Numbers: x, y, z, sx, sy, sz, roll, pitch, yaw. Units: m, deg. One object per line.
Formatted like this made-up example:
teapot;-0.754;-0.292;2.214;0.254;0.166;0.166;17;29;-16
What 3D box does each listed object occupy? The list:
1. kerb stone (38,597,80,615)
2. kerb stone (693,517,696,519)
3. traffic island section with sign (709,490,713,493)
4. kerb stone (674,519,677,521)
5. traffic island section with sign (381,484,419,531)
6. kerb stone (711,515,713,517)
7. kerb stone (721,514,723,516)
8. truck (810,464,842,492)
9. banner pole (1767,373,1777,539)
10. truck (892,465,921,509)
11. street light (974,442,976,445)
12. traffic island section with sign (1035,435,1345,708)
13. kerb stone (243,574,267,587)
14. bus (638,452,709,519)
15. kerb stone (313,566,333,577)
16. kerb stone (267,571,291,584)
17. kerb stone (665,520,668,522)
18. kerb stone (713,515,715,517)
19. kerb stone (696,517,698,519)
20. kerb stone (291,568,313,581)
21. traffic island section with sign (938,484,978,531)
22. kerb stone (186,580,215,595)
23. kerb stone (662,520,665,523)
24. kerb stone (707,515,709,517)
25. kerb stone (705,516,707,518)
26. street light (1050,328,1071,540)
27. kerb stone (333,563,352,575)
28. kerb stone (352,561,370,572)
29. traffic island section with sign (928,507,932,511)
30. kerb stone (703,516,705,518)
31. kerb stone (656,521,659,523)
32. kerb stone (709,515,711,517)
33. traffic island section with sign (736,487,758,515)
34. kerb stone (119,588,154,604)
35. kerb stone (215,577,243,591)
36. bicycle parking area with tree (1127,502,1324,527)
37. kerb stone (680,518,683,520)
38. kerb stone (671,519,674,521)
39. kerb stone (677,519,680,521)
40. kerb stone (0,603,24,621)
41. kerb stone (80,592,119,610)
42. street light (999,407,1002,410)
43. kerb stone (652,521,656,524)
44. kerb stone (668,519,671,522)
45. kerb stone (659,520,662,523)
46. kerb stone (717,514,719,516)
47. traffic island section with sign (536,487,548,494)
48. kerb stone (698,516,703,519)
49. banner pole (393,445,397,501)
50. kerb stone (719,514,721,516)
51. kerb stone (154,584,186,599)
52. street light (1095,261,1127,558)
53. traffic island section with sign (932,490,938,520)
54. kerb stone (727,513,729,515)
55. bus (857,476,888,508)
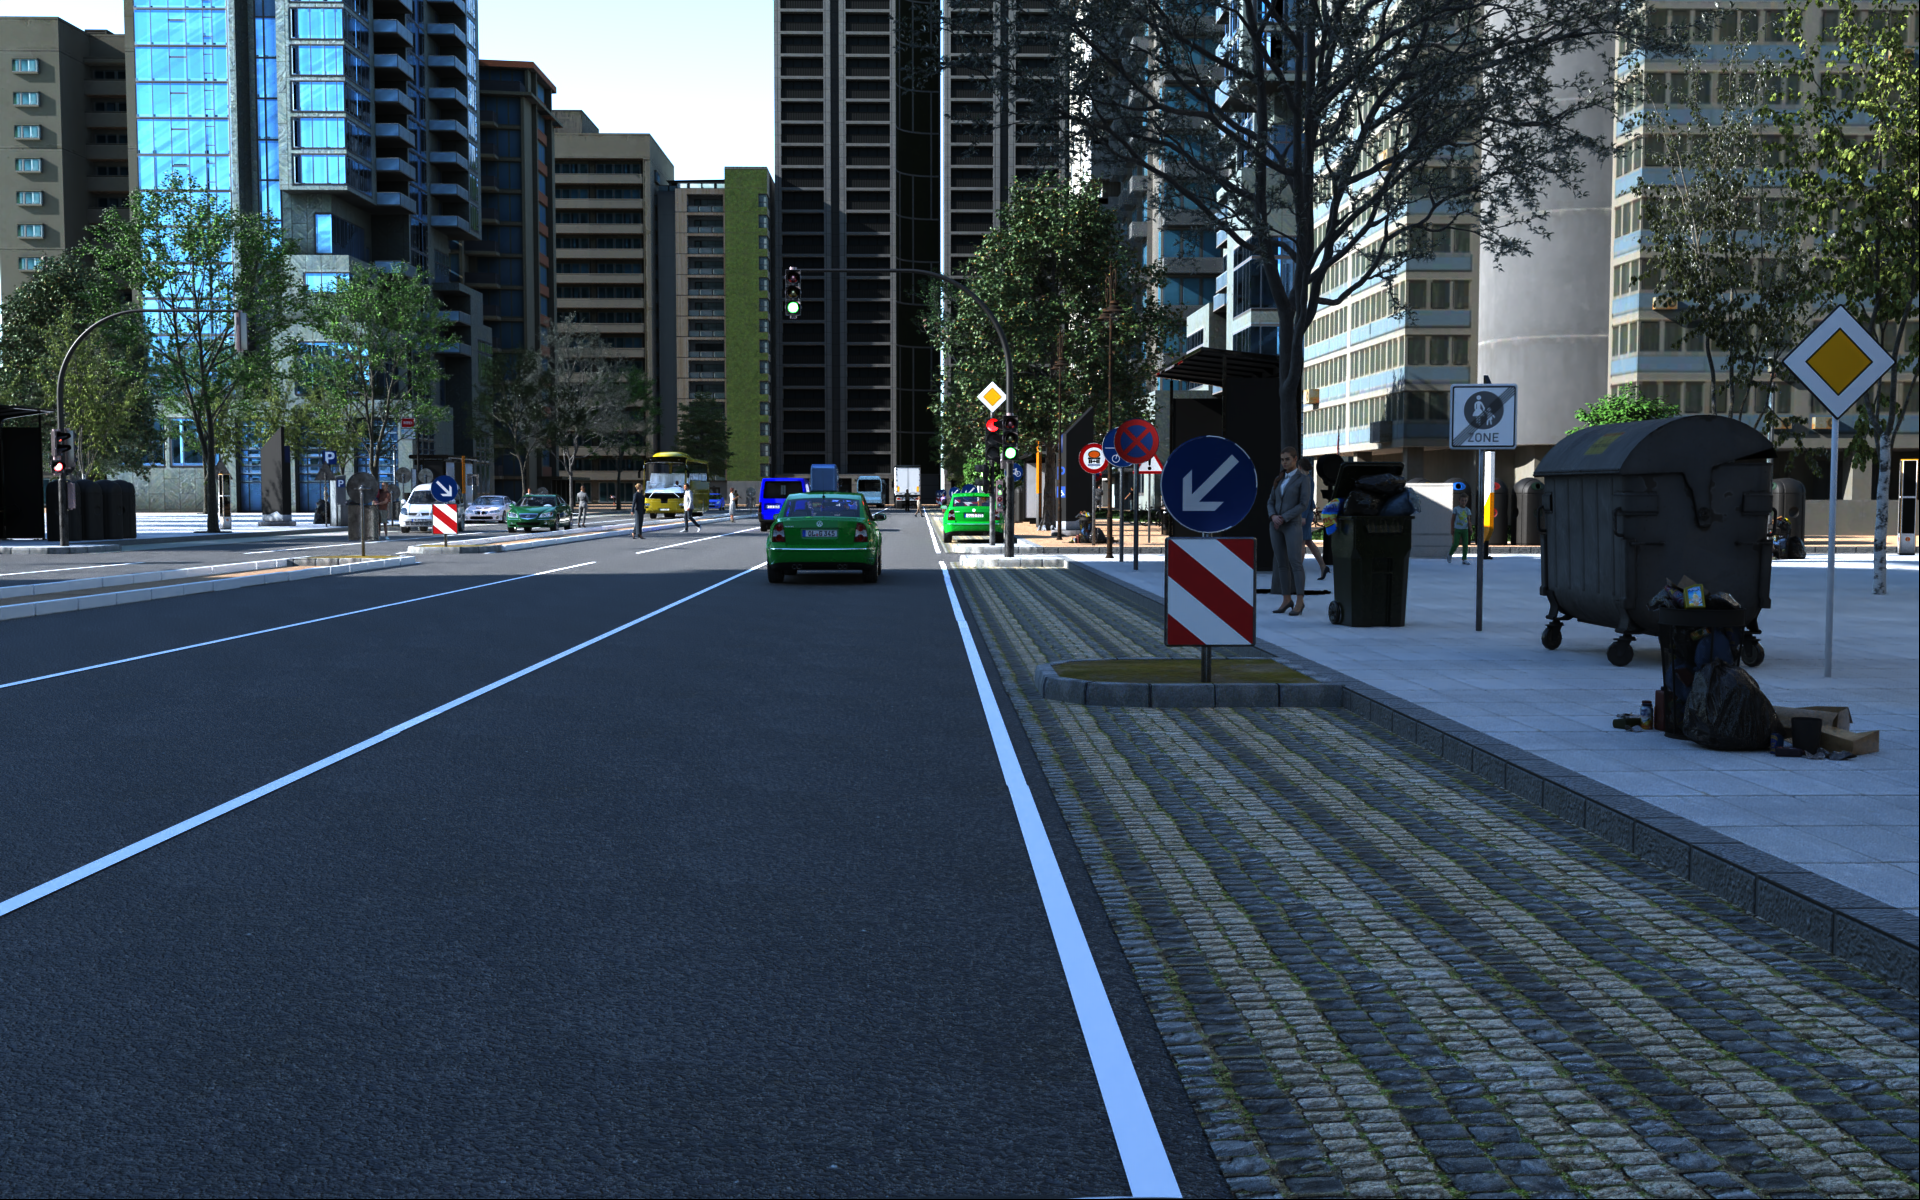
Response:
kerb stone;-10.945;0.080;20.884;0.120;0.150;1.000;0;4;-1
kerb stone;-14.798;-4.467;95.235;0.120;0.150;1.000;0;4;-1
traffic island section with sign;-24.840;-10.016;172.389;1.989;1.847;2.006;0;4;-1
kerb stone;-14.635;-4.025;88.056;0.120;0.150;1.000;0;4;-1
traffic island section with sign;-22.368;-3.623;67.871;1.989;1.847;2.006;0;4;-1
kerb stone;-14.996;-4.968;103.424;0.120;0.150;1.000;0;4;-1
kerb stone;-15.110;-5.281;108.547;0.120;0.150;1.000;0;4;-1
truck;-12.187;-9.757;149.293;2.967;4.110;18.799;0;3;0
banner pole;16.607;-2.784;35.528;0.401;3.779;0.863;2;4;32
truck;-5.331;-11.259;172.998;2.839;4.237;11.283;0;4;-3
street light;1.027;-8.879;117.964;0.468;5.910;1.993;0;4;-1
traffic island section with sign;1.561;-0.236;12.486;1.989;1.847;2.006;0;4;-1
kerb stone;-11.104;-0.295;27.024;0.120;0.150;1.000;0;4;-1
bus;-17.028;-6.899;104.351;2.896;3.916;12.252;0;4;-2
kerb stone;-11.174;-0.483;30.093;0.120;0.150;1.000;0;4;-1
kerb stone;-11.124;-0.358;28.046;0.120;0.150;1.000;0;4;-1
kerb stone;-14.568;-3.840;84.975;0.120;0.150;1.000;0;4;-1
kerb stone;-15.022;-5.026;104.451;0.120;0.150;1.000;0;4;-1
kerb stone;-14.829;-4.529;96.257;0.120;0.150;1.000;0;4;-1
kerb stone;-11.139;-0.414;29.072;0.120;0.150;1.000;0;4;-1
traffic island section with sign;0.254;-3.622;67.849;1.989;1.847;2.006;0;4;-1
kerb stone;-11.046;-0.170;24.981;0.120;0.150;1.000;0;4;-1
kerb stone;-14.541;-3.777;83.949;0.120;0.150;1.000;0;4;-1
kerb stone;-14.948;-4.843;101.379;0.120;0.150;1.000;0;4;-1
kerb stone;-14.925;-4.781;100.357;0.120;0.150;1.000;0;4;-1
street light;2.791;-4.624;48.392;0.468;5.910;1.993;0;4;-1
kerb stone;-11.192;-0.539;31.117;0.120;0.150;1.000;0;4;-1
kerb stone;-11.214;-0.608;32.141;0.120;0.150;1.000;0;4;-1
traffic island section with sign;-1.573;-8.340;144.984;1.989;1.847;2.006;0;4;-1
kerb stone;-14.901;-4.715;99.336;0.120;0.150;1.000;0;4;-1
kerb stone;-14.484;-3.645;81.902;0.120;0.150;1.000;0;4;-1
kerb stone;-14.976;-4.904;102.401;0.120;0.150;1.000;0;4;-1
traffic island section with sign;-14.281;-6.703;117.722;2.006;1.907;1.989;0;4;-1
kerb stone;-10.994;-0.045;22.935;0.120;0.150;1.000;0;4;-1
kerb stone;-11.062;-0.232;26.003;0.120;0.150;1.000;0;4;-1
bicycle parking area with tree;10.848;-5.143;71.091;9.016;4.147;8.231;1;4;16
kerb stone;-14.694;-4.154;90.108;0.120;0.150;1.000;0;4;-1
kerb stone;-14.608;-3.966;87.034;0.120;0.150;1.000;0;4;-1
kerb stone;-14.651;-4.088;89.087;0.120;0.150;1.000;0;4;-1
kerb stone;-10.923;0.143;19.857;0.120;0.150;1.000;0;4;-1
kerb stone;-10.968;0.018;21.913;0.120;0.150;1.000;0;4;-1
street light;1.933;-6.731;82.842;0.468;5.910;1.993;0;4;-1
kerb stone;-14.464;-3.584;80.879;0.120;0.150;1.000;0;4;-1
kerb stone;-14.588;-3.903;86.003;0.120;0.150;1.000;0;4;-1
kerb stone;-14.517;-3.714;82.924;0.120;0.150;1.000;0;4;-1
kerb stone;-15.066;-5.156;106.499;0.120;0.150;1.000;0;4;-1
traffic island section with sign;-23.009;-5.294;95.192;1.989;1.847;2.006;0;4;-1
kerb stone;-14.880;-4.656;98.313;0.120;0.150;1.000;0;4;-1
banner pole;-28.792;-6.006;88.207;0.401;3.779;0.863;-2;4;-26
kerb stone;-15.101;-5.218;107.525;0.120;0.150;1.000;0;4;-1
kerb stone;-11.020;-0.106;23.960;0.120;0.150;1.000;0;4;-1
street light;2.992;-3.772;34.468;0.468;5.910;1.993;0;4;-1
traffic island section with sign;-0.409;-5.327;95.723;1.989;1.847;2.006;0;4;-1
kerb stone;-15.193;-5.464;111.618;0.120;0.150;1.000;0;4;-1
bus;-9.270;-11.463;182.273;2.948;3.499;13.247;0;4;-1
